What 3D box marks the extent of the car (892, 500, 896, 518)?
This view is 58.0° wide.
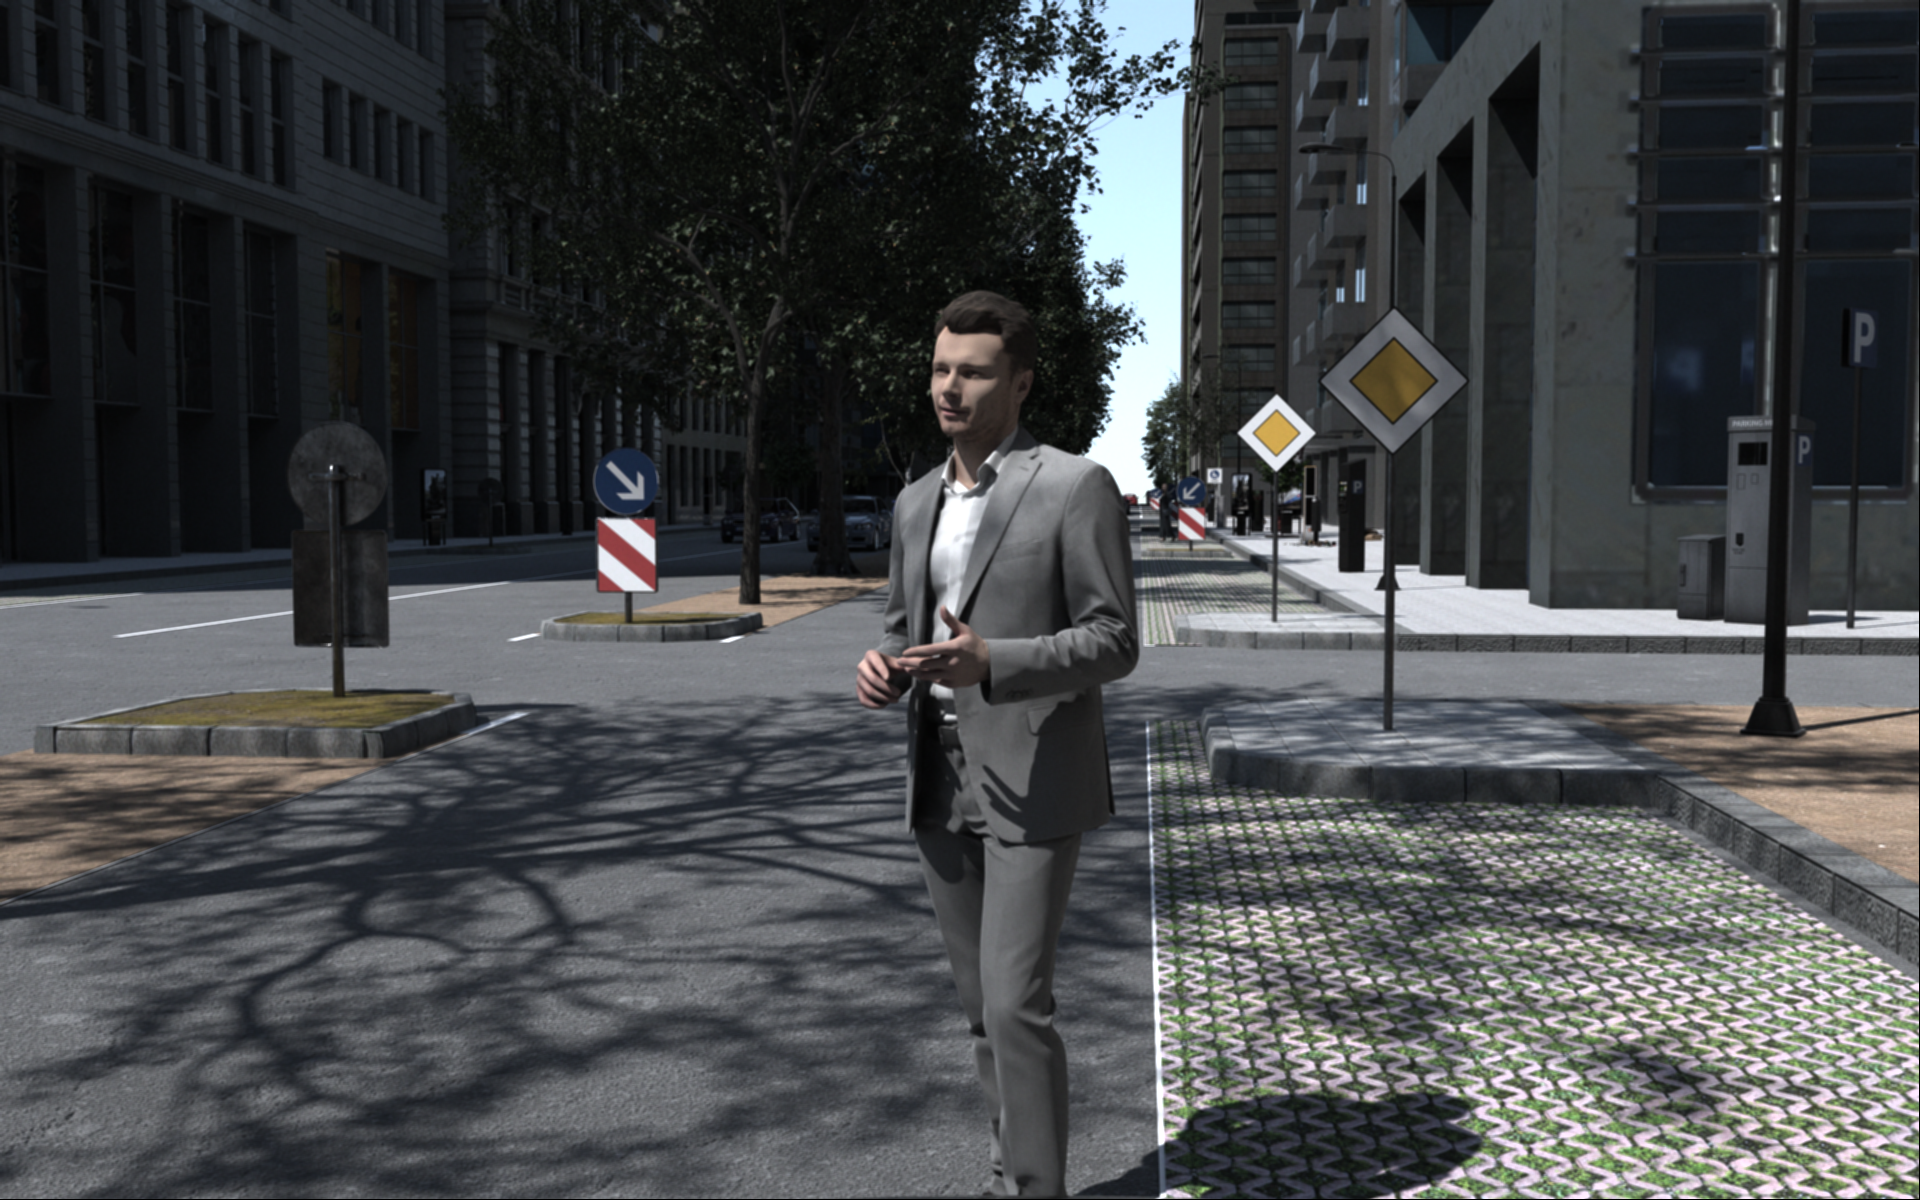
[{"bbox_3d":[-2.583,-5.007,91.448,1.945,1.707,3.694,0,4,5],"label":"car"}]

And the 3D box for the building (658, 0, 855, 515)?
[{"bbox_3d":[-18.883,-27.838,109.774,22.147,44.769,28.867,0,4,6],"label":"building"}]

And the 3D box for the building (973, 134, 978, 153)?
[{"bbox_3d":[-7.052,-36.833,221.832,23.786,49.044,30.456,0,4,6],"label":"building"}]

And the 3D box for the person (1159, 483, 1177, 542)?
[{"bbox_3d":[6.145,-2.610,51.594,0.534,1.772,0.576,-3,4,-36],"label":"person"}]

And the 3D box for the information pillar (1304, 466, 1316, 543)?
[{"bbox_3d":[9.227,-2.519,45.671,0.304,2.012,0.304,1,4,9],"label":"information pillar"}]

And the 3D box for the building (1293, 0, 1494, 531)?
[{"bbox_3d":[25.297,-27.439,68.243,23.786,49.044,30.456,0,4,6],"label":"building"}]

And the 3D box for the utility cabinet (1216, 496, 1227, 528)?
[{"bbox_3d":[10.031,-3.380,66.420,0.306,1.237,1.020,1,4,15],"label":"utility cabinet"}]

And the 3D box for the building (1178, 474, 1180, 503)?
[{"bbox_3d":[41.152,-56.233,232.084,22.319,86.520,31.000,0,4,6],"label":"building"}]

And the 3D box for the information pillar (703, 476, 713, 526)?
[{"bbox_3d":[-10.239,-4.027,70.339,0.304,2.012,0.304,1,4,13],"label":"information pillar"}]

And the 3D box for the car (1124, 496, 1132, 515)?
[{"bbox_3d":[10.989,-6.615,120.731,1.945,1.354,3.894,0,4,5],"label":"car"}]

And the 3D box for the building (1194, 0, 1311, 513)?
[{"bbox_3d":[27.857,-30.657,124.939,21.300,48.544,21.600,0,4,6],"label":"building"}]

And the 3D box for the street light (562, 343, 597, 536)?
[{"bbox_3d":[-11.660,-4.953,53.525,1.470,5.913,1.316,0,4,6],"label":"street light"}]

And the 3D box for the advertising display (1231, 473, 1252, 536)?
[{"bbox_3d":[8.665,-2.940,53.291,0.123,1.923,0.974,-2,4,-24],"label":"advertising display"}]

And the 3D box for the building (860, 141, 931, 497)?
[{"bbox_3d":[-10.340,-30.900,155.324,14.600,45.320,14.200,0,4,6],"label":"building"}]

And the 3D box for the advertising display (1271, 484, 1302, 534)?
[{"bbox_3d":[10.482,-3.081,55.582,0.974,1.923,0.123,1,4,14],"label":"advertising display"}]

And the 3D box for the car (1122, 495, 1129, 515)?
[{"bbox_3d":[10.342,-6.381,116.334,2.014,1.417,4.499,0,4,7],"label":"car"}]

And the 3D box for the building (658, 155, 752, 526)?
[{"bbox_3d":[-16.291,-13.659,78.083,10.420,20.320,16.860,0,4,6],"label":"building"}]

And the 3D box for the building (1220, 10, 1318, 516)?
[{"bbox_3d":[23.034,-20.532,107.405,14.160,30.474,14.107,0,4,6],"label":"building"}]

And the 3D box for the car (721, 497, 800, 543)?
[{"bbox_3d":[-5.964,-2.408,51.945,1.945,1.354,3.894,0,4,7],"label":"car"}]

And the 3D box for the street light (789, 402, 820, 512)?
[{"bbox_3d":[-8.083,-7.047,87.758,1.470,5.913,1.316,0,4,6],"label":"street light"}]

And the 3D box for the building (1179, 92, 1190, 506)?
[{"bbox_3d":[31.176,-32.943,188.722,14.600,45.320,14.200,0,4,6],"label":"building"}]

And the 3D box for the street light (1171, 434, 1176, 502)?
[{"bbox_3d":[12.916,-7.706,98.542,1.470,5.913,1.316,0,4,6],"label":"street light"}]

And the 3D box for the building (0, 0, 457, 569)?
[{"bbox_3d":[-21.458,-15.744,34.905,11.434,29.767,29.804,0,4,6],"label":"building"}]

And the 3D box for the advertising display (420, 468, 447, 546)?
[{"bbox_3d":[-13.092,-2.317,43.096,0.123,1.923,0.974,1,4,17],"label":"advertising display"}]

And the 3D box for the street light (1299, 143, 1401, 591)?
[{"bbox_3d":[5.182,-3.088,23.038,1.470,5.913,1.316,0,4,6],"label":"street light"}]

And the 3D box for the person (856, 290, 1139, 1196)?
[{"bbox_3d":[0.005,0.340,3.149,0.606,1.804,0.583,3,5,39],"label":"person"}]

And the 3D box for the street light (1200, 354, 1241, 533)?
[{"bbox_3d":[8.745,-5.205,57.642,1.470,5.913,1.316,0,4,6],"label":"street light"}]

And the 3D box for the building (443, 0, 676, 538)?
[{"bbox_3d":[-17.556,-14.115,59.653,11.050,23.489,19.941,0,4,6],"label":"building"}]

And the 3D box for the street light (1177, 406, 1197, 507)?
[{"bbox_3d":[12.348,-7.299,91.873,1.470,5.913,1.316,0,4,6],"label":"street light"}]

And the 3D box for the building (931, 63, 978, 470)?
[{"bbox_3d":[-13.170,-36.944,193.276,28.713,52.752,27.495,0,4,6],"label":"building"}]

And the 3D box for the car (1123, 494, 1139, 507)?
[{"bbox_3d":[19.085,-11.369,194.925,2.155,1.783,4.494,0,4,5],"label":"car"}]

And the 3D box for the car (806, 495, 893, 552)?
[{"bbox_3d":[-2.764,-1.998,44.663,2.014,1.417,4.499,0,4,6],"label":"car"}]

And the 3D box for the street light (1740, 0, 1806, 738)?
[{"bbox_3d":[3.819,-2.240,9.165,1.470,5.913,1.316,0,4,6],"label":"street light"}]

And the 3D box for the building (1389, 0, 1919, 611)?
[{"bbox_3d":[23.142,-43.640,26.181,31.000,86.520,22.319,0,4,6],"label":"building"}]

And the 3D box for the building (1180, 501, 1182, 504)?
[{"bbox_3d":[37.355,-35.647,206.523,21.300,48.544,21.600,0,4,6],"label":"building"}]

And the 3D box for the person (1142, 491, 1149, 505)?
[{"bbox_3d":[21.937,-11.868,202.482,1.348,1.831,0.705,3,5,42],"label":"person"}]

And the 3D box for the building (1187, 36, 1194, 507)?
[{"bbox_3d":[27.894,-29.012,157.934,14.154,41.232,14.086,0,4,6],"label":"building"}]

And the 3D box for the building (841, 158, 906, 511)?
[{"bbox_3d":[-20.934,-27.224,136.991,32.217,40.220,23.993,0,4,6],"label":"building"}]
